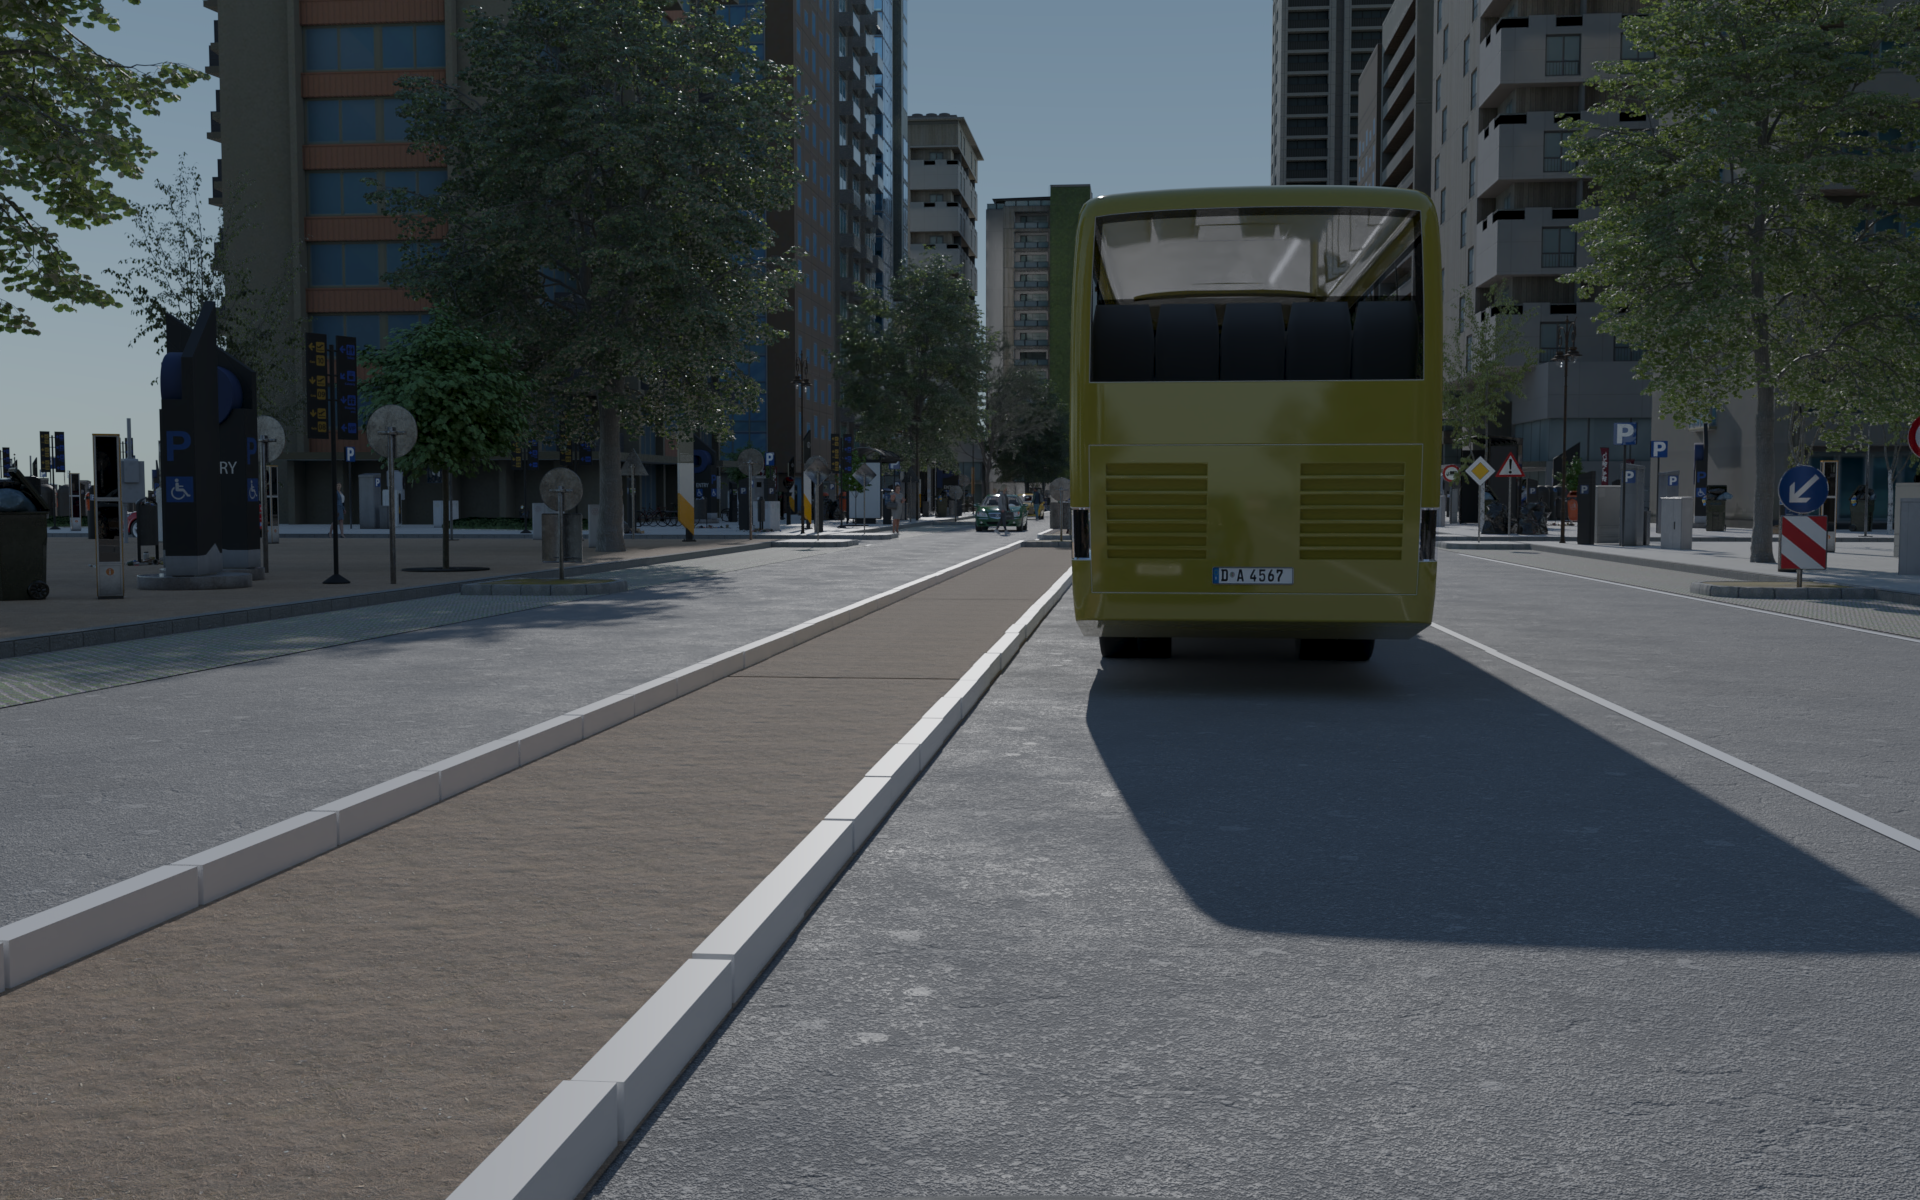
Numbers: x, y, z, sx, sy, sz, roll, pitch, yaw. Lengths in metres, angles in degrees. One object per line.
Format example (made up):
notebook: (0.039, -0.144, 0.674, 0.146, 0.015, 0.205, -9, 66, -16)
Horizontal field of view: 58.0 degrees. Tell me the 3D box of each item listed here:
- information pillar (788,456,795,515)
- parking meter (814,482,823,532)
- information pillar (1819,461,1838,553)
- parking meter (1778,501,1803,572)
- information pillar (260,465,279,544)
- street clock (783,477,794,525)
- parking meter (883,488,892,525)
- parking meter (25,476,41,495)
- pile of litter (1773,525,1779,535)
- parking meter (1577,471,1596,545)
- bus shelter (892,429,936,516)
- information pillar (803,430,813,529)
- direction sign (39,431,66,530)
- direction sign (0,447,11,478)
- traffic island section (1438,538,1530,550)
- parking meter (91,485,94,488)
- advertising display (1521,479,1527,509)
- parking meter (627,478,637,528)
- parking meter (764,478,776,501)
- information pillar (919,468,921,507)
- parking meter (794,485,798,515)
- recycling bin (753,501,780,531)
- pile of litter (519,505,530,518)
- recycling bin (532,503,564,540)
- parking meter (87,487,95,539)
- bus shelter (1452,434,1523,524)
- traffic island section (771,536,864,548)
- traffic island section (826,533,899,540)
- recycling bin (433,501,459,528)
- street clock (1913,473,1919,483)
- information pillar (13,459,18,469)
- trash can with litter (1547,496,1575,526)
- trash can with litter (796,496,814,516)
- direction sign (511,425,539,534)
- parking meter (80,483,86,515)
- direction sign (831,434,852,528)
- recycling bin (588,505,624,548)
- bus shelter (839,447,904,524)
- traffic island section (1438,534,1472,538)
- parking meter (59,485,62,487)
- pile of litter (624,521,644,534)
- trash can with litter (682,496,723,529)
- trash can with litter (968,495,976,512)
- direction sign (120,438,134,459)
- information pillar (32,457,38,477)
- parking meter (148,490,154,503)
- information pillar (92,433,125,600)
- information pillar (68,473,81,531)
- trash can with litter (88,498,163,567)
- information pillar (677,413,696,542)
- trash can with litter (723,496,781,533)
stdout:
information pillar: (-10.437, -7.082, 107.139, 0.183, 3.616, 0.504, 3, 4, 38)
parking meter: (-4.744, -3.203, 58.075, 0.255, 1.863, 0.399, -1, 4, -17)
information pillar: (19.090, -2.055, 38.090, 0.304, 2.012, 0.304, 1, 4, 17)
parking meter: (13.669, -1.227, 28.474, 0.372, 1.533, 0.369, 0, 3, 0)
information pillar: (-17.786, -2.455, 44.638, 0.304, 2.012, 0.304, 1, 4, 15)
street clock: (-7.155, -4.141, 72.268, 0.471, 2.002, 0.358, 0, 4, -4)
parking meter: (-3.058, -3.936, 72.766, 0.372, 1.533, 0.369, 0, 3, 0)
parking meter: (-13.475, -1.017, 25.038, 0.372, 1.533, 0.369, 0, 3, 0)
pile of litter: (26.305, -2.527, 55.276, 1.719, 0.858, 1.176, -3, 5, -40)
parking meter: (15.841, -2.331, 43.830, 0.255, 1.863, 0.399, -3, 5, -41)
bus shelter: (-2.628, -7.630, 102.377, 2.179, 5.291, 8.768, 0, 4, 6)
information pillar: (-5.570, -4.381, 62.985, 0.183, 3.616, 0.504, 2, 4, 28)
direction sign: (-32.714, -4.312, 62.499, 0.379, 3.537, 0.876, 2, 4, 35)
direction sign: (-46.132, -5.588, 83.356, 0.379, 3.537, 0.876, 2, 4, 34)
traffic island section: (13.721, -1.435, 45.742, 2.009, 0.180, 2.903, 0, 4, 6)
parking meter: (-55.942, -6.485, 111.739, 0.399, 1.863, 0.255, 3, 5, 41)
advertising display: (24.120, -4.222, 74.241, 0.123, 1.923, 0.974, -1, 4, -22)
parking meter: (-11.632, -3.405, 61.380, 0.255, 1.863, 0.399, -2, 4, -24)
parking meter: (-7.116, -3.615, 64.816, 0.399, 1.863, 0.255, -3, 5, -40)
information pillar: (-2.420, -6.453, 96.862, 0.504, 3.616, 0.183, 2, 4, 35)
parking meter: (-10.261, -6.253, 107.948, 0.255, 1.863, 0.399, -1, 4, -9)
recycling bin: (-6.766, -2.937, 60.569, 0.722, 1.027, 0.722, 1, 4, 22)
pile of litter: (-17.172, -3.379, 69.208, 1.176, 0.858, 1.719, -1, 4, -11)
recycling bin: (-11.562, -2.210, 48.685, 0.722, 1.027, 0.722, 0, 4, 4)
parking meter: (-24.638, -2.502, 49.315, 0.372, 1.533, 0.369, 0, 3, 0)
bus shelter: (21.412, -4.842, 70.447, 1.731, 3.624, 6.357, 0, 4, 6)
traffic island section: (-3.922, -1.549, 47.600, 2.009, 0.180, 2.903, 0, 4, 6)
traffic island section: (-3.085, -2.034, 55.542, 2.009, 0.180, 2.903, 0, 4, 6)
recycling bin: (-19.656, -3.283, 66.231, 0.722, 1.027, 0.722, 1, 4, 9)
street clock: (32.103, -3.258, 57.832, 0.471, 2.002, 0.358, 3, 5, 43)
information pillar: (-63.847, -7.688, 117.057, 0.183, 3.616, 0.504, 1, 4, 14)
trash can with litter: (24.055, -3.630, 70.406, 2.233, 1.210, 1.678, 1, 4, 15)
trash can with litter: (-9.216, -5.621, 103.291, 1.055, 1.170, 0.624, -2, 4, -24)
direction sign: (-14.146, -3.935, 56.338, 0.876, 3.537, 0.379, 0, 4, -2)
parking meter: (-45.553, -5.140, 89.752, 0.255, 1.863, 0.399, 1, 4, 18)
direction sign: (-4.455, -4.470, 65.088, 0.876, 3.537, 0.379, -2, 4, -32)
recycling bin: (-8.496, -1.776, 41.598, 0.722, 1.027, 0.722, 0, 4, 1)
bus shelter: (-3.859, -5.056, 76.597, 2.014, 3.302, 5.546, 0, 4, 6)
traffic island section: (14.558, -1.921, 53.684, 2.009, 0.180, 2.903, 0, 4, 6)
parking meter: (-55.662, -6.222, 107.438, 0.399, 1.863, 0.255, -2, 4, -33)
pile of litter: (-10.935, -2.588, 56.281, 1.176, 0.858, 1.719, -2, 4, -30)
trash can with litter: (-9.368, -3.287, 64.798, 2.233, 1.210, 1.678, 0, 4, 8)
trash can with litter: (1.128, -7.020, 125.837, 2.233, 1.210, 1.678, 1, 4, 11)
direction sign: (-33.619, -4.749, 69.646, 0.876, 3.537, 0.379, 0, 4, 7)
information pillar: (-58.539, -7.237, 109.678, 0.183, 3.616, 0.504, 0, 4, 1)
parking meter: (-52.295, -6.335, 111.983, 0.372, 1.533, 0.369, 0, 3, 0)
information pillar: (-10.410, -1.021, 21.178, 0.304, 2.012, 0.304, -2, 4, -25)
information pillar: (-30.873, -3.420, 60.417, 0.304, 2.012, 0.304, -3, 4, -38)
trash can with litter: (-15.036, -1.239, 31.310, 1.678, 1.210, 2.233, 1, 4, 11)
information pillar: (-7.354, -3.373, 46.500, 0.183, 3.616, 0.504, 3, 5, 45)
trash can with litter: (-6.893, -2.910, 58.643, 1.678, 1.210, 2.233, 0, 4, 2)
